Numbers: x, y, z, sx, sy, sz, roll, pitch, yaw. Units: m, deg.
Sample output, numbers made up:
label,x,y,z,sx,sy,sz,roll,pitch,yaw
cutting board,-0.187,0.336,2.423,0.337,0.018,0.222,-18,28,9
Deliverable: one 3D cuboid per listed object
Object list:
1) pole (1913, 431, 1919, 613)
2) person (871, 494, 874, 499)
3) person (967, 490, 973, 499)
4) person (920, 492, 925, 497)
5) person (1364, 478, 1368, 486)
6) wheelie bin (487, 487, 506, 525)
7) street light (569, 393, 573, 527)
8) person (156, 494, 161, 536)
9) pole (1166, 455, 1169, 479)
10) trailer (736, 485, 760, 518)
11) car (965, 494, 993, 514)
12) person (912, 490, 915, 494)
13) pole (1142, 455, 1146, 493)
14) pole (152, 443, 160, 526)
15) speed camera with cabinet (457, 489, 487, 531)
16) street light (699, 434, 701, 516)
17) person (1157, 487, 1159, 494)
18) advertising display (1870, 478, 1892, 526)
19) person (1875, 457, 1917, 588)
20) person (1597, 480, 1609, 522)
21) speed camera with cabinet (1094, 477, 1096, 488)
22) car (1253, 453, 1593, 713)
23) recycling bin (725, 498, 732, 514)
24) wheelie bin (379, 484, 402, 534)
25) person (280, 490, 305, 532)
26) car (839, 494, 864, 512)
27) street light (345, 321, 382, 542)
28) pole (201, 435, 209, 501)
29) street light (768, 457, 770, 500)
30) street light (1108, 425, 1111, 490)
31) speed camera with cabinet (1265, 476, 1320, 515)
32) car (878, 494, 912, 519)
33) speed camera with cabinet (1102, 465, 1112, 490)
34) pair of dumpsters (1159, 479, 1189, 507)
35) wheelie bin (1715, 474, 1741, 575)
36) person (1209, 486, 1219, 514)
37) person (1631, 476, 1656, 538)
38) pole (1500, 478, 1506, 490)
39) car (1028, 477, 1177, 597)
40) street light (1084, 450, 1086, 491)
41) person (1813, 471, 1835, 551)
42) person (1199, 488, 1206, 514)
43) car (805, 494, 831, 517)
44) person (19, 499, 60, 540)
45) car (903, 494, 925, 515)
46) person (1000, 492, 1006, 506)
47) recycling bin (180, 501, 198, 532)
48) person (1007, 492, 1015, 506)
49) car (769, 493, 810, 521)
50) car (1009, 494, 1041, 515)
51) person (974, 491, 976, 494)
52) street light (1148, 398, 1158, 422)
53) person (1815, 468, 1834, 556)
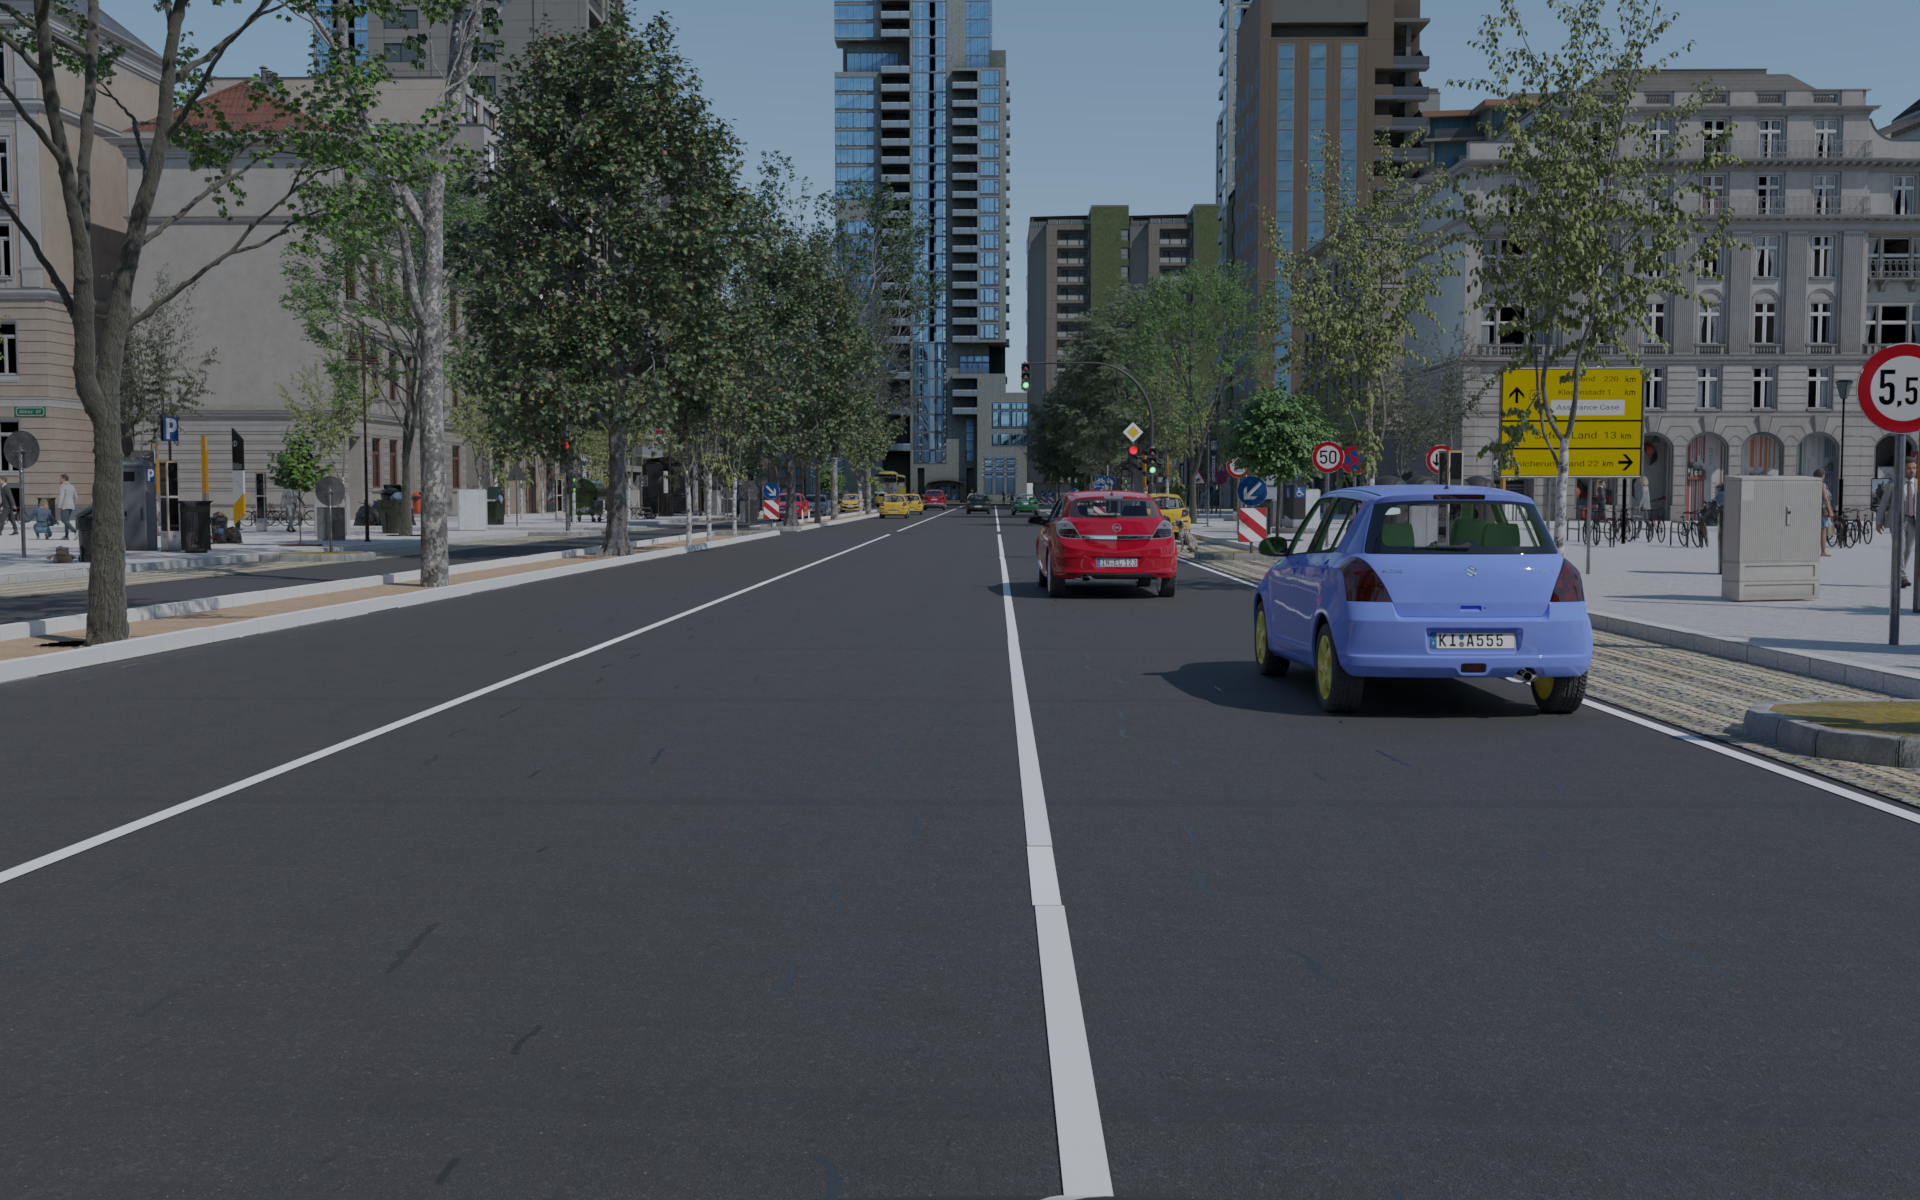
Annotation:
label,x,y,z,sx,sy,sz,roll,pitch,yaw
pole,10.389,-1.513,18.576,0.158,3.312,0.155,0,3,0
person,-9.101,-10.020,175.552,0.697,1.427,0.421,0,4,3
person,1.128,-9.337,161.241,1.350,1.814,0.705,-3,5,-39
person,-4.265,-12.100,207.011,1.217,1.739,0.721,1,4,19
person,10.133,-2.233,43.388,0.563,1.720,0.643,-3,5,-44
wheelie bin,-19.413,-3.938,72.300,0.980,1.594,0.693,1,4,20
street light,-15.461,-5.844,68.330,0.468,5.910,1.993,0,4,1
person,-24.612,-2.608,52.948,0.640,1.303,0.475,0,3,0
pole,10.693,-5.840,89.332,0.158,3.312,0.155,0,3,0
trailer,-12.937,-5.932,104.034,1.471,1.999,3.904,0,4,2
car,1.349,-7.016,124.496,2.009,1.686,4.222,0,4,2
person,-4.118,-8.927,154.543,0.705,1.812,1.348,-2,4,-28
pole,9.620,-5.906,90.402,0.158,3.312,0.155,0,3,0
pole,-31.772,-4.565,68.480,0.158,3.312,0.155,0,3,0
speed camera with cabinet,-17.492,-4.025,60.141,2.038,3.252,0.660,-1,4,-15
street light,-14.880,-7.723,99.052,0.468,5.910,1.993,0,4,1
person,14.371,-7.376,126.821,0.511,1.800,0.466,3,5,45
advertising display,36.952,-3.931,69.488,0.123,1.923,0.974,-1,4,-16
person,12.978,-1.068,23.781,0.678,1.792,0.850,0,4,5
person,29.108,-4.465,78.400,0.474,1.900,0.648,0,4,-7
speed camera with cabinet,10.991,-8.790,138.048,0.660,3.252,2.038,0,4,6
car,3.212,-0.186,12.640,1.945,1.707,3.694,0,4,0
recycling bin,-15.086,-6.166,113.361,0.722,1.027,0.722,1,4,23
wheelie bin,-18.344,-2.946,56.067,0.980,1.594,0.693,1,4,14
person,-22.360,-3.157,57.927,0.850,1.792,0.678,3,5,39
car,-8.555,-7.761,137.116,2.015,1.641,3.980,0,4,0
street light,-15.959,-4.507,46.470,0.468,5.910,1.993,0,4,1
pole,-26.133,-4.044,59.968,0.158,3.312,0.155,0,3,0
street light,-14.297,-9.584,129.484,0.468,5.910,1.993,0,4,1
street light,9.611,-8.489,111.574,0.468,5.910,1.993,0,4,1
speed camera with cabinet,11.110,-3.929,58.576,2.038,3.252,0.660,0,4,-4
car,-3.871,-5.649,102.582,2.015,1.641,3.980,0,4,0
speed camera with cabinet,10.741,-7.577,118.213,2.038,3.252,0.660,0,4,3
pair of dumpsters,13.906,-6.724,112.424,1.574,2.255,4.437,0,4,1
wheelie bin,12.370,-1.203,27.573,0.693,1.594,0.980,1,4,21
person,16.601,-6.550,113.314,0.661,1.801,0.590,-2,4,-26
person,19.720,-2.675,49.969,0.728,1.800,0.709,2,4,31
pole,21.569,-4.586,68.817,0.158,3.312,0.155,0,3,0
car,2.100,-1.011,25.571,2.155,1.783,4.494,0,4,-1
street light,10.267,-10.370,142.336,0.468,5.910,1.993,0,4,1
person,19.267,-2.007,38.849,0.794,1.824,0.713,1,4,17
person,15.897,-6.527,113.766,0.522,1.701,0.512,0,4,1
car,-9.127,-5.960,109.449,2.014,1.417,4.499,0,4,1
person,-25.857,-2.268,48.619,1.012,1.151,0.738,-2,4,-23
car,-3.425,-6.748,120.546,2.015,1.641,3.980,0,4,0
person,5.421,-12.509,213.745,1.217,1.735,0.721,2,4,24
recycling bin,-26.342,-2.863,59.368,0.722,1.027,0.722,1,4,12
person,6.034,-11.763,201.555,1.217,1.736,0.721,1,4,8
car,-9.152,-5.131,92.939,2.155,1.783,4.494,0,4,2
car,4.411,-6.459,117.404,2.131,1.459,4.920,0,4,1
person,1.833,-11.538,197.937,1.217,1.735,0.721,3,5,40
street light,9.025,-6.630,81.196,0.468,5.910,1.993,0,4,1
person,17.472,-1.782,35.280,0.778,1.811,0.616,-1,4,-12
